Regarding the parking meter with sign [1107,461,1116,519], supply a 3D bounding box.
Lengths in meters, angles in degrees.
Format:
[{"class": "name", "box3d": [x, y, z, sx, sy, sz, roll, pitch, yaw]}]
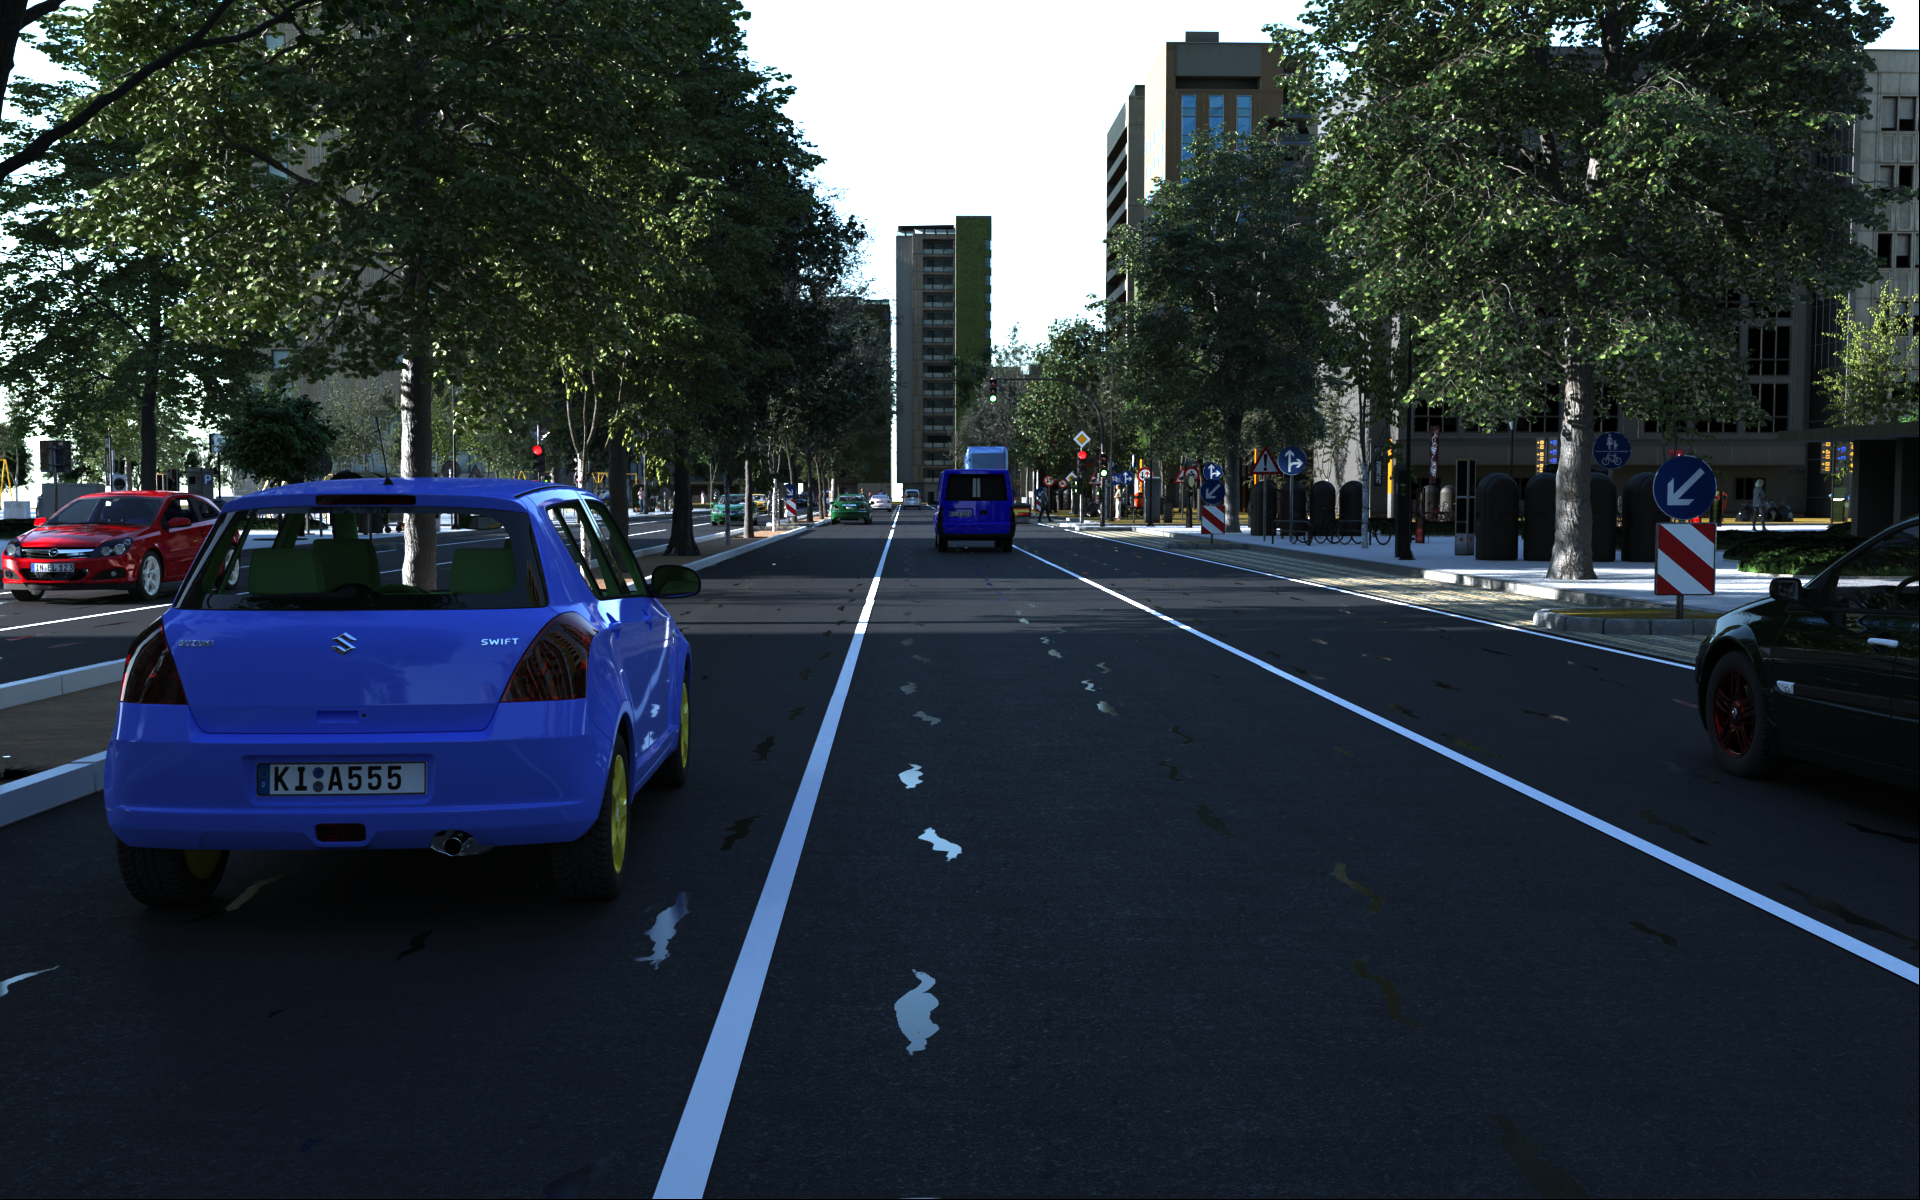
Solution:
[{"class": "parking meter with sign", "box3d": [7.730, -5.790, 90.922, 0.543, 3.016, 1.738, 0, 4, -5]}]

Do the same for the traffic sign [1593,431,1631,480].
[{"class": "traffic sign", "box3d": [13.271, -2.156, 35.352, 0.768, 2.556, 0.104, 0, 4, 4]}]

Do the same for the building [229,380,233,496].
[{"class": "building", "box3d": [-67.338, -54.177, 198.462, 31.000, 86.520, 22.319, 0, 4, -2]}]

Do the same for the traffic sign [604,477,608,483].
[{"class": "traffic sign", "box3d": [-23.826, -7.227, 117.899, 0.795, 2.593, 0.064, 0, 4, 8]}]

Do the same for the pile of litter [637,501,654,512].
[{"class": "pile of litter", "box3d": [-22.209, -6.572, 121.414, 1.719, 0.858, 1.176, 3, 4, 36]}]

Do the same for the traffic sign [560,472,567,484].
[{"class": "traffic sign", "box3d": [-23.261, -6.154, 100.731, 0.768, 2.556, 0.104, 0, 4, 2]}]

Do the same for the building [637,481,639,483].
[{"class": "building", "box3d": [-62.683, -41.069, 260.711, 27.495, 52.752, 28.713, 0, 4, -2]}]

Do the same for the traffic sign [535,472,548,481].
[{"class": "traffic sign", "box3d": [-23.609, -5.967, 97.662, 0.768, 2.556, 0.104, 0, 4, 1]}]

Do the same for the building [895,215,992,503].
[{"class": "building", "box3d": [-2.532, -34.993, 255.737, 14.086, 41.232, 14.154, 0, 4, -2]}]

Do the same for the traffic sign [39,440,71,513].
[{"class": "traffic sign", "box3d": [-17.245, -1.891, 33.048, 0.606, 2.300, 0.079, 0, 4, 3]}]

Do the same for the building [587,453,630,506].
[{"class": "building", "box3d": [-43.524, -25.256, 184.636, 14.160, 30.474, 14.107, 0, 4, -2]}]

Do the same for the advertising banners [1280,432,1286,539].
[{"class": "advertising banners", "box3d": [9.277, -3.275, 49.731, 0.090, 3.025, 2.074, 1, 4, 9]}]

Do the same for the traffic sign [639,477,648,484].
[{"class": "traffic sign", "box3d": [-24.056, -8.055, 131.810, 0.768, 2.556, 0.104, 0, 4, 5]}]

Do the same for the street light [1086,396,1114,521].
[{"class": "street light", "box3d": [6.639, -6.694, 81.993, 1.470, 5.913, 1.316, 0, 4, -2]}]

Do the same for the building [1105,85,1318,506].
[{"class": "building", "box3d": [28.824, -35.396, 202.425, 21.300, 48.544, 21.600, 0, 4, -2]}]

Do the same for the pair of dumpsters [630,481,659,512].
[{"class": "pair of dumpsters", "box3d": [-22.721, -7.467, 124.576, 1.574, 2.255, 4.437, 0, 4, -2]}]

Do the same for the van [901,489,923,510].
[{"class": "van", "box3d": [-4.422, -9.326, 159.490, 2.013, 2.044, 4.112, 0, 4, -2]}]

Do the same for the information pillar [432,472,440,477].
[{"class": "information pillar", "box3d": [-17.851, -3.328, 58.907, 0.304, 2.012, 0.304, -1, 4, -10]}]

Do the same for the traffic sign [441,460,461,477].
[{"class": "traffic sign", "box3d": [-19.119, -3.974, 65.088, 0.768, 2.556, 0.104, 0, 4, 5]}]

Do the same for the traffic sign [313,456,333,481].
[{"class": "traffic sign", "box3d": [-19.255, -3.182, 52.130, 0.768, 2.556, 0.104, 0, 4, 2]}]

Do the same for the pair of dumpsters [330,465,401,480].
[{"class": "pair of dumpsters", "box3d": [-19.249, -3.288, 56.256, 1.574, 2.255, 4.437, 0, 4, -2]}]

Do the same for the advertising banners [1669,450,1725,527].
[{"class": "advertising banners", "box3d": [28.941, -4.396, 68.057, 2.074, 3.025, 0.090, 1, 4, 15]}]

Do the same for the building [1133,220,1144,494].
[{"class": "building", "box3d": [25.247, -25.253, 184.595, 14.160, 30.474, 14.107, 0, 4, -2]}]

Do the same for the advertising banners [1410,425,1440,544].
[{"class": "advertising banners", "box3d": [12.009, -2.996, 45.170, 0.090, 3.025, 2.074, -1, 4, -10]}]

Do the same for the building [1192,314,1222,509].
[{"class": "building", "box3d": [27.641, -16.898, 143.726, 16.820, 18.784, 16.811, 0, 4, -2]}]

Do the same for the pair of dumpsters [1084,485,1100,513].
[{"class": "pair of dumpsters", "box3d": [9.099, -6.998, 116.914, 1.574, 2.255, 4.437, 0, 4, -2]}]

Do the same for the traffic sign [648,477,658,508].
[{"class": "traffic sign", "box3d": [-22.747, -7.845, 128.366, 0.768, 2.556, 0.104, 0, 4, 3]}]

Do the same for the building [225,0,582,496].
[{"class": "building", "box3d": [-50.230, -35.090, 162.967, 28.713, 52.752, 27.495, 0, 4, -2]}]

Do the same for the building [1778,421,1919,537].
[{"class": "building", "box3d": [33.615, -23.100, 32.315, 22.147, 44.769, 28.867, 0, 4, -2]}]

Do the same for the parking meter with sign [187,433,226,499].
[{"class": "parking meter with sign", "box3d": [-22.086, -3.311, 50.400, 1.738, 3.016, 0.543, 2, 4, 30]}]

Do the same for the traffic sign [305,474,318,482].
[{"class": "traffic sign", "box3d": [-22.307, -3.614, 59.088, 0.884, 2.594, 0.081, 0, 4, 7]}]

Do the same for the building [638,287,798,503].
[{"class": "building", "box3d": [-36.424, -34.929, 262.972, 23.993, 40.220, 32.217, 0, 4, -2]}]

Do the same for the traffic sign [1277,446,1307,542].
[{"class": "traffic sign", "box3d": [8.880, -2.832, 46.404, 0.768, 2.556, 0.104, 0, 4, 6]}]

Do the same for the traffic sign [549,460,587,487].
[{"class": "traffic sign", "box3d": [-23.350, -6.693, 103.308, 2.265, 3.308, 0.079, 0, 4, 0]}]

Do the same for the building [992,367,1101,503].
[{"class": "building", "box3d": [18.734, -25.615, 263.841, 28.899, 21.520, 27.650, 0, 4, -2]}]

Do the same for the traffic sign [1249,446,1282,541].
[{"class": "traffic sign", "box3d": [8.244, -2.864, 46.828, 0.884, 2.594, 0.081, 0, 4, 0]}]

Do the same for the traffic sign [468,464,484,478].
[{"class": "traffic sign", "box3d": [-20.960, -4.584, 74.954, 0.884, 2.594, 0.081, 0, 4, 6]}]

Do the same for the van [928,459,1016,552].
[{"class": "van", "box3d": [0.315, -2.467, 44.725, 2.240, 2.365, 5.245, 0, 4, -2]}]

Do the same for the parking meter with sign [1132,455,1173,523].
[{"class": "parking meter with sign", "box3d": [8.528, -4.920, 76.709, 1.738, 3.016, 0.543, 0, 4, -2]}]

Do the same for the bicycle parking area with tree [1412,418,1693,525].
[{"class": "bicycle parking area with tree", "box3d": [20.949, -4.594, 62.120, 9.016, 4.147, 8.231, 1, 4, 9]}]

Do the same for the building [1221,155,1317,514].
[{"class": "building", "box3d": [26.026, -17.857, 121.646, 12.332, 23.373, 15.834, 0, 4, -2]}]

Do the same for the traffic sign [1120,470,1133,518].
[{"class": "traffic sign", "box3d": [8.982, -5.703, 93.343, 0.768, 2.556, 0.104, 0, 4, 4]}]

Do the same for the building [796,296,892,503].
[{"class": "building", "box3d": [-17.135, -29.633, 256.195, 14.107, 30.474, 14.160, 0, 4, -2]}]

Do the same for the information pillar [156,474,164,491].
[{"class": "information pillar", "box3d": [-28.987, -3.579, 63.001, 0.304, 2.012, 0.304, 1, 4, 14]}]

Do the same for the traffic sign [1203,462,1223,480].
[{"class": "traffic sign", "box3d": [10.097, -4.227, 69.215, 0.768, 2.556, 0.104, 0, 4, 3]}]

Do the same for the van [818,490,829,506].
[{"class": "van", "box3d": [-13.942, -10.709, 182.104, 2.013, 2.044, 4.112, 0, 4, -1]}]

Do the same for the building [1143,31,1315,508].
[{"class": "building", "box3d": [25.859, -31.780, 169.707, 14.600, 45.320, 14.200, 0, 4, -2]}]

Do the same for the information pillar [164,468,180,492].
[{"class": "information pillar", "box3d": [-22.390, -2.742, 49.319, 0.304, 2.012, 0.304, -1, 4, -15]}]

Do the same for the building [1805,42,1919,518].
[{"class": "building", "box3d": [56.454, -17.078, 97.253, 19.932, 24.808, 12.078, 0, 4, -2]}]

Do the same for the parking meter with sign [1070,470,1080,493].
[{"class": "parking meter with sign", "box3d": [8.609, -7.968, 126.541, 0.543, 3.016, 1.738, -1, 4, -18]}]

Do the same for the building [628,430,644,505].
[{"class": "building", "box3d": [-44.937, -31.864, 204.574, 14.086, 41.232, 14.154, 0, 4, -2]}]

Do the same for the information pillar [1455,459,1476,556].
[{"class": "information pillar", "box3d": [10.570, -1.941, 36.231, 0.304, 2.012, 0.304, -3, 5, -44]}]

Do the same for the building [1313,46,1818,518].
[{"class": "building", "box3d": [33.479, -18.589, 97.438, 24.014, 27.812, 14.314, 0, 4, -2]}]
